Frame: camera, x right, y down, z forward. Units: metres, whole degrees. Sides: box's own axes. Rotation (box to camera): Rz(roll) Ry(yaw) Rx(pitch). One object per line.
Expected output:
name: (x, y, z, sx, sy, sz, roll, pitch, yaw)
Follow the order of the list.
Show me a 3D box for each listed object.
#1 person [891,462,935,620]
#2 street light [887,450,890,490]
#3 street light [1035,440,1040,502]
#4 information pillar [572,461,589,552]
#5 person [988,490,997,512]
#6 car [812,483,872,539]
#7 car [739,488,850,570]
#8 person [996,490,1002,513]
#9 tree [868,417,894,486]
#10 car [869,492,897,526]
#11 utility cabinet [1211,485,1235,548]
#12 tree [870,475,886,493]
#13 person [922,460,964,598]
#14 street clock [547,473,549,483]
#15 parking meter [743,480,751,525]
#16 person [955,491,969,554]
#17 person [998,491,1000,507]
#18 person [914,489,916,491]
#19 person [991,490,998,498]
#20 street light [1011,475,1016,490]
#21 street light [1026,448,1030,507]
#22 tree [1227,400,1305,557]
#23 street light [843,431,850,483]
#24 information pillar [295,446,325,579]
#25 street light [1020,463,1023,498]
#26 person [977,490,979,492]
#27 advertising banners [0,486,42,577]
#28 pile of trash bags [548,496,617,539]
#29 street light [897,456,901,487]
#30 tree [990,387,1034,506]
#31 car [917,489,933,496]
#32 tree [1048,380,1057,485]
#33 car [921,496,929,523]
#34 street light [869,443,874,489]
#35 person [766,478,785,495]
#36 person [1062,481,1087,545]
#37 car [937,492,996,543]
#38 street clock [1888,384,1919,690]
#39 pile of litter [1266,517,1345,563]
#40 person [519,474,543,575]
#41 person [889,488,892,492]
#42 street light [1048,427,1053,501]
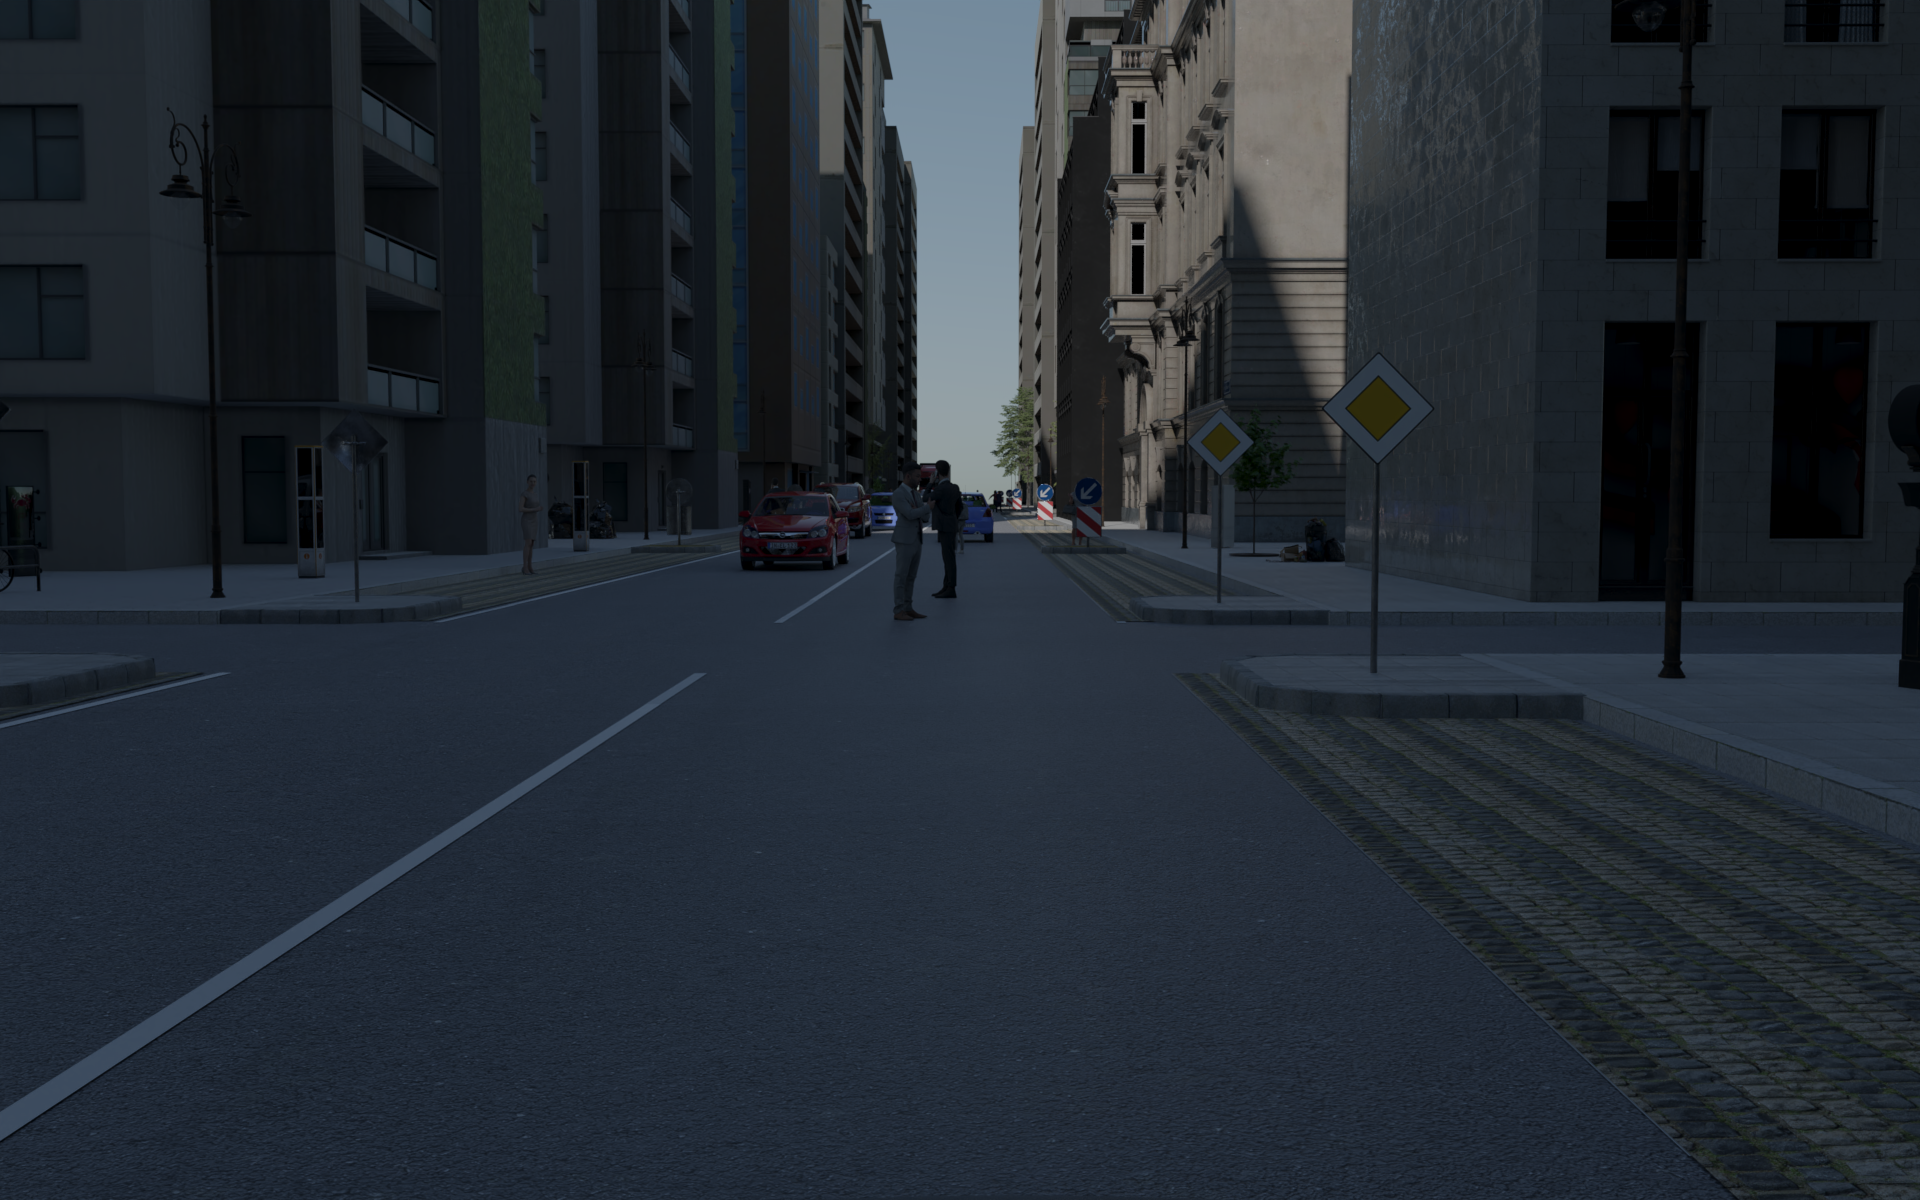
person: (-0.527, -0.677, 19.751, 0.466, 1.800, 0.511, 1, 4, 13)
street light: (-7.422, -12.695, 180.356, 0.468, 5.910, 1.993, 0, 4, 1)
street light: (6.497, -10.486, 144.227, 0.468, 5.910, 1.993, 0, 4, 1)
information pillar: (-8.452, -2.086, 38.605, 0.304, 2.012, 0.304, 0, 4, 1)
person: (2.831, -7.916, 138.647, 1.217, 1.743, 0.721, 1, 4, 20)
car: (-4.036, -2.966, 57.169, 2.281, 1.827, 5.304, 0, 4, 1)
car: (-3.215, -1.535, 34.135, 2.155, 1.783, 4.494, 0, 4, 2)
person: (3.064, -7.639, 134.312, 0.530, 1.710, 0.541, -3, 5, -40)
tree: (-8.623, -13.205, 166.263, 4.737, 8.622, 4.395, 0, 3, 0)
car: (-2.967, -3.654, 69.337, 1.945, 1.707, 3.694, 0, 3, 0)
utility cabinet: (6.272, -2.000, 41.384, 0.318, 1.500, 1.173, 1, 4, 21)
tree: (-8.102, -10.875, 172.406, 1.663, 3.219, 1.824, 0, 3, 0)
person: (-0.249, -0.981, 23.906, 0.474, 1.900, 0.648, 1, 4, 16)
street clock: (-12.660, -2.922, 52.344, 0.471, 2.002, 0.358, 0, 4, -1)
parking meter: (-8.607, -3.929, 69.942, 0.255, 1.863, 0.399, 0, 4, 8)
person: (-0.037, -1.872, 41.710, 0.523, 1.515, 0.503, 0, 4, 6)
person: (4.375, -11.572, 197.725, 0.705, 1.821, 1.348, 0, 4, -4)
person: (-3.472, -7.596, 132.676, 1.348, 1.826, 0.705, -3, 5, -44)
person: (3.395, -9.589, 165.368, 1.348, 1.812, 0.705, -2, 4, -30)
street light: (7.572, -17.247, 254.768, 0.468, 5.910, 1.993, 0, 4, 1)
street light: (6.743, -12.149, 171.428, 0.468, 5.910, 1.993, 0, 4, 1)
tree: (5.972, -2.506, 35.580, 1.663, 3.219, 1.824, 0, 3, 0)
street light: (-8.091, -9.268, 124.323, 0.468, 5.910, 1.993, 0, 4, 1)
information pillar: (-9.895, -1.339, 26.377, 0.304, 2.012, 0.304, 0, 4, 6)
street light: (7.057, -13.889, 199.873, 0.468, 5.910, 1.993, 0, 4, 1)
person: (1.596, -9.197, 158.899, 0.705, 1.821, 1.348, -3, 5, -41)
advertising banners: (-14.863, -1.833, 26.152, 0.090, 3.025, 2.074, 2, 4, 25)
pile of trash bags: (-11.611, -2.475, 50.222, 3.447, 1.369, 1.912, 0, 4, 7)
street light: (-7.273, -14.380, 207.896, 0.468, 5.910, 1.993, 0, 4, 1)
tree: (7.025, -16.203, 183.051, 7.486, 12.596, 7.792, 0, 3, 0)
car: (-2.931, -8.302, 144.403, 2.281, 1.827, 5.304, 0, 4, 1)
tree: (7.126, -9.435, 104.625, 4.737, 8.622, 4.395, 0, 3, 0)
car: (-2.537, -4.583, 87.286, 2.083, 1.381, 4.827, 0, 4, 1)
street light: (-7.718, -10.983, 152.357, 0.468, 5.910, 1.993, 0, 4, 1)
person: (-5.302, -2.589, 50.187, 0.648, 1.900, 0.474, -3, 5, -41)
person: (3.057, -2.255, 45.719, 0.716, 1.782, 0.532, 0, 4, 5)
car: (0.141, -2.626, 52.523, 1.945, 1.707, 3.694, 0, 4, -1)
street clock: (6.353, -0.417, 11.393, 0.471, 2.002, 0.358, -1, 4, -18)
pile of litter: (6.605, -1.160, 32.936, 1.719, 0.858, 1.176, 0, 4, -4)
person: (-7.591, -1.335, 30.672, 0.374, 1.781, 0.599, 1, 4, 18)
person: (-4.262, -5.985, 106.360, 1.348, 1.823, 0.705, 0, 4, -6)
street light: (6.126, -8.814, 116.900, 0.468, 5.910, 1.993, 0, 4, 1)
